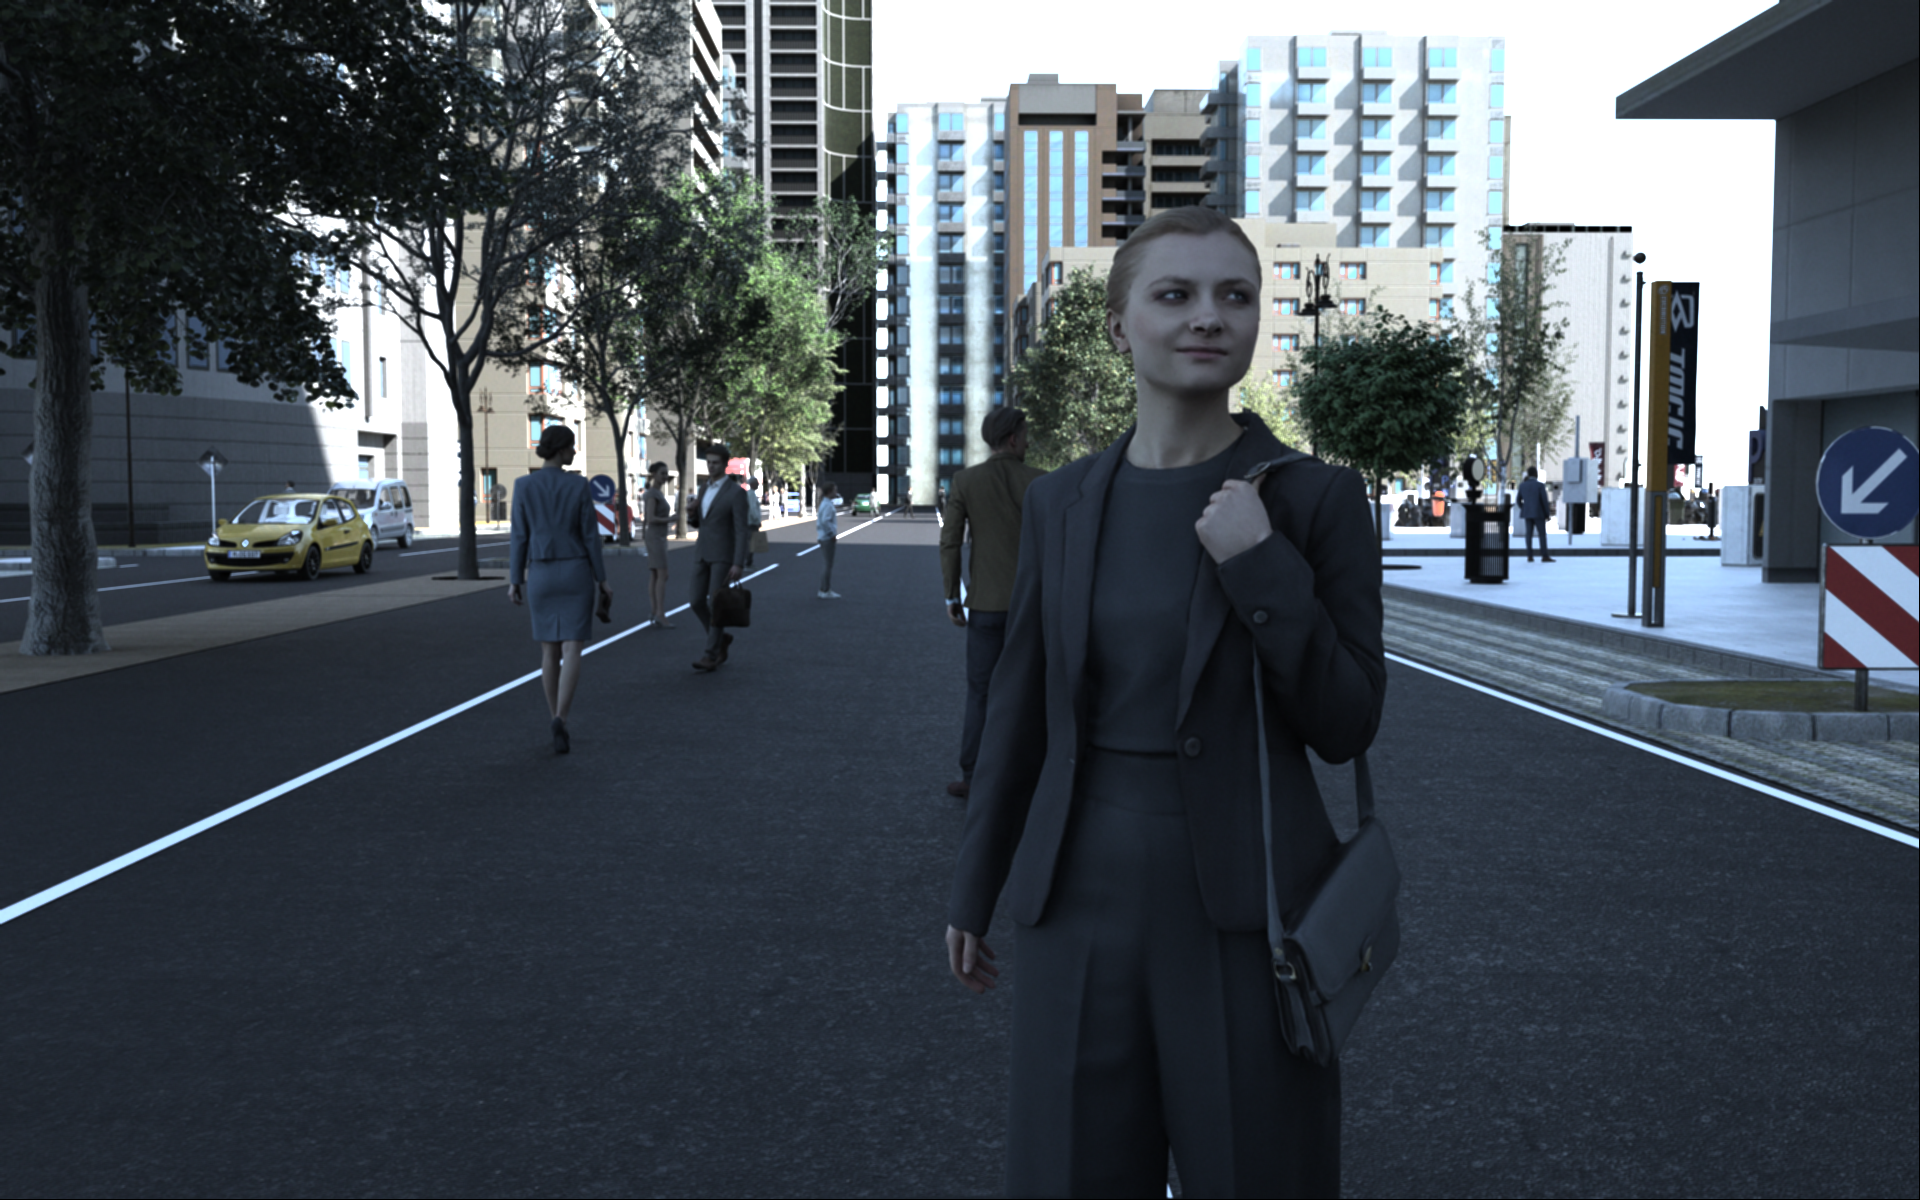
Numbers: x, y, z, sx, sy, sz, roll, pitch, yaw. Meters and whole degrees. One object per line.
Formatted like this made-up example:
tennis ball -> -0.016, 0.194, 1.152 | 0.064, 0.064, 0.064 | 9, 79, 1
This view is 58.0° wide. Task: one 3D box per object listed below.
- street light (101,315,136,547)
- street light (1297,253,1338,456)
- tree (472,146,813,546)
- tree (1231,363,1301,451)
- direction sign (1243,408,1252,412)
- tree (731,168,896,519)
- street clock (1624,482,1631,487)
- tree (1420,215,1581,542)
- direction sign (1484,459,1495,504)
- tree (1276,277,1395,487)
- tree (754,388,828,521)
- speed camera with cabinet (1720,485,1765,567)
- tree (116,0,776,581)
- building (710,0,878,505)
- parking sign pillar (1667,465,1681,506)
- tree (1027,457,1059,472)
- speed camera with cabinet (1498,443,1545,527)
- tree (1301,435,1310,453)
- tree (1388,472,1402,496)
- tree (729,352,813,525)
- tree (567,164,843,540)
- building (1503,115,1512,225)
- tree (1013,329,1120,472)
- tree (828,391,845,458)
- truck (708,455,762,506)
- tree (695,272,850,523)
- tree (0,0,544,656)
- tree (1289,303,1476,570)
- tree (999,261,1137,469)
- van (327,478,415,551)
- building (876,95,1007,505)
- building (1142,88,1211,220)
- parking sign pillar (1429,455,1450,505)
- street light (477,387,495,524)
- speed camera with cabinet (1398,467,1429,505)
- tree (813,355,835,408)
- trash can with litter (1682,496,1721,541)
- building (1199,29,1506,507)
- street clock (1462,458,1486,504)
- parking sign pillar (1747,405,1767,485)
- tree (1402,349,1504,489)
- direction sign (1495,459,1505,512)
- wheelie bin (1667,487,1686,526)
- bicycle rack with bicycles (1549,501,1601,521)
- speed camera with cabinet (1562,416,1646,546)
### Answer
street light -> -19.990, -4.211, 41.637 | 0.468, 5.910, 1.993 | 0, 4, -1
street light -> 6.880, -3.712, 33.486 | 0.468, 5.910, 1.993 | 0, 4, -1
tree -> -8.488, -6.552, 43.997 | 8.767, 10.594, 7.601 | 0, 4, -1
tree -> 16.340, -8.874, 95.456 | 4.737, 8.622, 4.395 | 0, 3, 0
direction sign -> 7.582, -3.291, 45.807 | 0.379, 3.537, 0.876 | 2, 4, 23
tree -> -10.447, -14.858, 101.279 | 12.611, 20.169, 13.585 | 0, 3, 0
street clock -> 39.451, -5.984, 102.407 | 0.358, 2.002, 0.471 | -1, 4, -12
tree -> 14.510, -5.878, 46.470 | 4.360, 8.622, 3.978 | 0, 3, 0
direction sign -> 33.836, -7.297, 111.298 | 0.379, 3.537, 0.876 | 3, 4, 37
tree -> 12.831, -6.575, 57.856 | 4.360, 8.622, 3.978 | 0, 3, 0
tree -> -9.360, -8.557, 92.725 | 4.360, 8.622, 3.978 | 0, 3, 0
speed camera with cabinet -> 14.591, -2.256, 31.227 | 2.038, 3.252, 0.660 | -2, 4, -34
tree -> -8.166, -7.065, 28.337 | 12.009, 13.543, 11.850 | 0, 3, 0
building -> -20.606, -47.156, 209.253 | 20.611, 71.187, 20.563 | 0, 4, -1
parking sign pillar -> 44.264, -7.254, 107.070 | 1.447, 3.967, 1.447 | 2, 4, 35
tree -> 5.470, -8.072, 115.694 | 4.285, 4.588, 4.351 | 0, 3, 0
speed camera with cabinet -> 22.063, -4.512, 68.105 | 0.660, 3.252, 2.038 | -2, 4, -24
tree -> 19.484, -9.532, 106.203 | 4.737, 8.622, 4.395 | 0, 3, 0
tree -> 22.604, -8.570, 90.477 | 4.737, 8.622, 4.395 | 0, 3, 0
tree -> -8.811, -7.809, 80.490 | 4.737, 8.622, 4.395 | 0, 3, 0
tree -> -8.616, -7.683, 53.825 | 9.928, 11.665, 9.643 | 0, 3, 0
building -> 53.066, -35.959, 211.633 | 21.600, 48.544, 21.300 | 0, 4, -1
tree -> 7.060, -11.528, 106.607 | 7.486, 12.596, 7.792 | 0, 3, 0
tree -> -9.347, -9.627, 110.219 | 4.360, 8.622, 3.978 | 0, 3, 0
truck -> -16.400, -8.456, 127.169 | 2.839, 4.237, 11.283 | 0, 4, 0
tree -> -9.425, -10.151, 86.561 | 7.486, 12.596, 7.792 | 0, 3, 0
tree -> -8.092, -6.493, 15.277 | 9.857, 13.997, 8.962 | 0, 3, 0
tree -> 7.344, -2.832, 30.010 | 4.285, 4.588, 4.351 | 0, 3, 0
tree -> 6.659, -10.295, 85.323 | 9.611, 12.733, 9.660 | 0, 3, 0
van -> -15.524, -2.312, 44.815 | 2.013, 2.044, 4.112 | 0, 4, 1
building -> 5.181, -36.166, 210.916 | 30.456, 49.044, 23.786 | 0, 4, -1
building -> 31.475, -35.911, 210.852 | 21.600, 48.544, 21.300 | 0, 4, -1
parking sign pillar -> 22.165, -5.603, 80.085 | 1.447, 3.967, 1.447 | 0, 4, -8
street light -> -20.412, -6.234, 74.713 | 0.468, 5.910, 1.993 | 0, 4, -1
speed camera with cabinet -> 26.210, -6.449, 99.783 | 2.038, 3.252, 0.660 | -2, 4, -27
tree -> -8.662, -7.696, 62.705 | 8.767, 10.594, 7.601 | 0, 4, -1
trash can with litter -> 21.069, -2.280, 48.332 | 1.678, 1.210, 2.233 | 1, 4, 19
building -> 40.974, -34.386, 181.822 | 30.456, 49.044, 23.786 | 0, 4, -1
street clock -> 10.283, -1.842, 34.683 | 0.471, 2.002, 0.358 | -3, 4, -38
parking sign pillar -> 24.043, -3.876, 51.839 | 1.447, 3.967, 1.447 | 0, 4, 4
tree -> 24.503, -8.225, 84.837 | 4.737, 8.622, 4.395 | 0, 3, 0
direction sign -> 35.160, -7.419, 113.295 | 0.876, 3.537, 0.379 | 0, 4, 3
wheelie bin -> 29.217, -3.840, 70.684 | 0.693, 1.594, 0.980 | 1, 4, 17
bicycle rack with bicycles -> 28.526, -4.217, 82.328 | 2.925, 0.926, 2.852 | -1, 4, -14
speed camera with cabinet -> 16.135, -2.994, 43.288 | 0.660, 3.252, 2.038 | -3, 4, -39
